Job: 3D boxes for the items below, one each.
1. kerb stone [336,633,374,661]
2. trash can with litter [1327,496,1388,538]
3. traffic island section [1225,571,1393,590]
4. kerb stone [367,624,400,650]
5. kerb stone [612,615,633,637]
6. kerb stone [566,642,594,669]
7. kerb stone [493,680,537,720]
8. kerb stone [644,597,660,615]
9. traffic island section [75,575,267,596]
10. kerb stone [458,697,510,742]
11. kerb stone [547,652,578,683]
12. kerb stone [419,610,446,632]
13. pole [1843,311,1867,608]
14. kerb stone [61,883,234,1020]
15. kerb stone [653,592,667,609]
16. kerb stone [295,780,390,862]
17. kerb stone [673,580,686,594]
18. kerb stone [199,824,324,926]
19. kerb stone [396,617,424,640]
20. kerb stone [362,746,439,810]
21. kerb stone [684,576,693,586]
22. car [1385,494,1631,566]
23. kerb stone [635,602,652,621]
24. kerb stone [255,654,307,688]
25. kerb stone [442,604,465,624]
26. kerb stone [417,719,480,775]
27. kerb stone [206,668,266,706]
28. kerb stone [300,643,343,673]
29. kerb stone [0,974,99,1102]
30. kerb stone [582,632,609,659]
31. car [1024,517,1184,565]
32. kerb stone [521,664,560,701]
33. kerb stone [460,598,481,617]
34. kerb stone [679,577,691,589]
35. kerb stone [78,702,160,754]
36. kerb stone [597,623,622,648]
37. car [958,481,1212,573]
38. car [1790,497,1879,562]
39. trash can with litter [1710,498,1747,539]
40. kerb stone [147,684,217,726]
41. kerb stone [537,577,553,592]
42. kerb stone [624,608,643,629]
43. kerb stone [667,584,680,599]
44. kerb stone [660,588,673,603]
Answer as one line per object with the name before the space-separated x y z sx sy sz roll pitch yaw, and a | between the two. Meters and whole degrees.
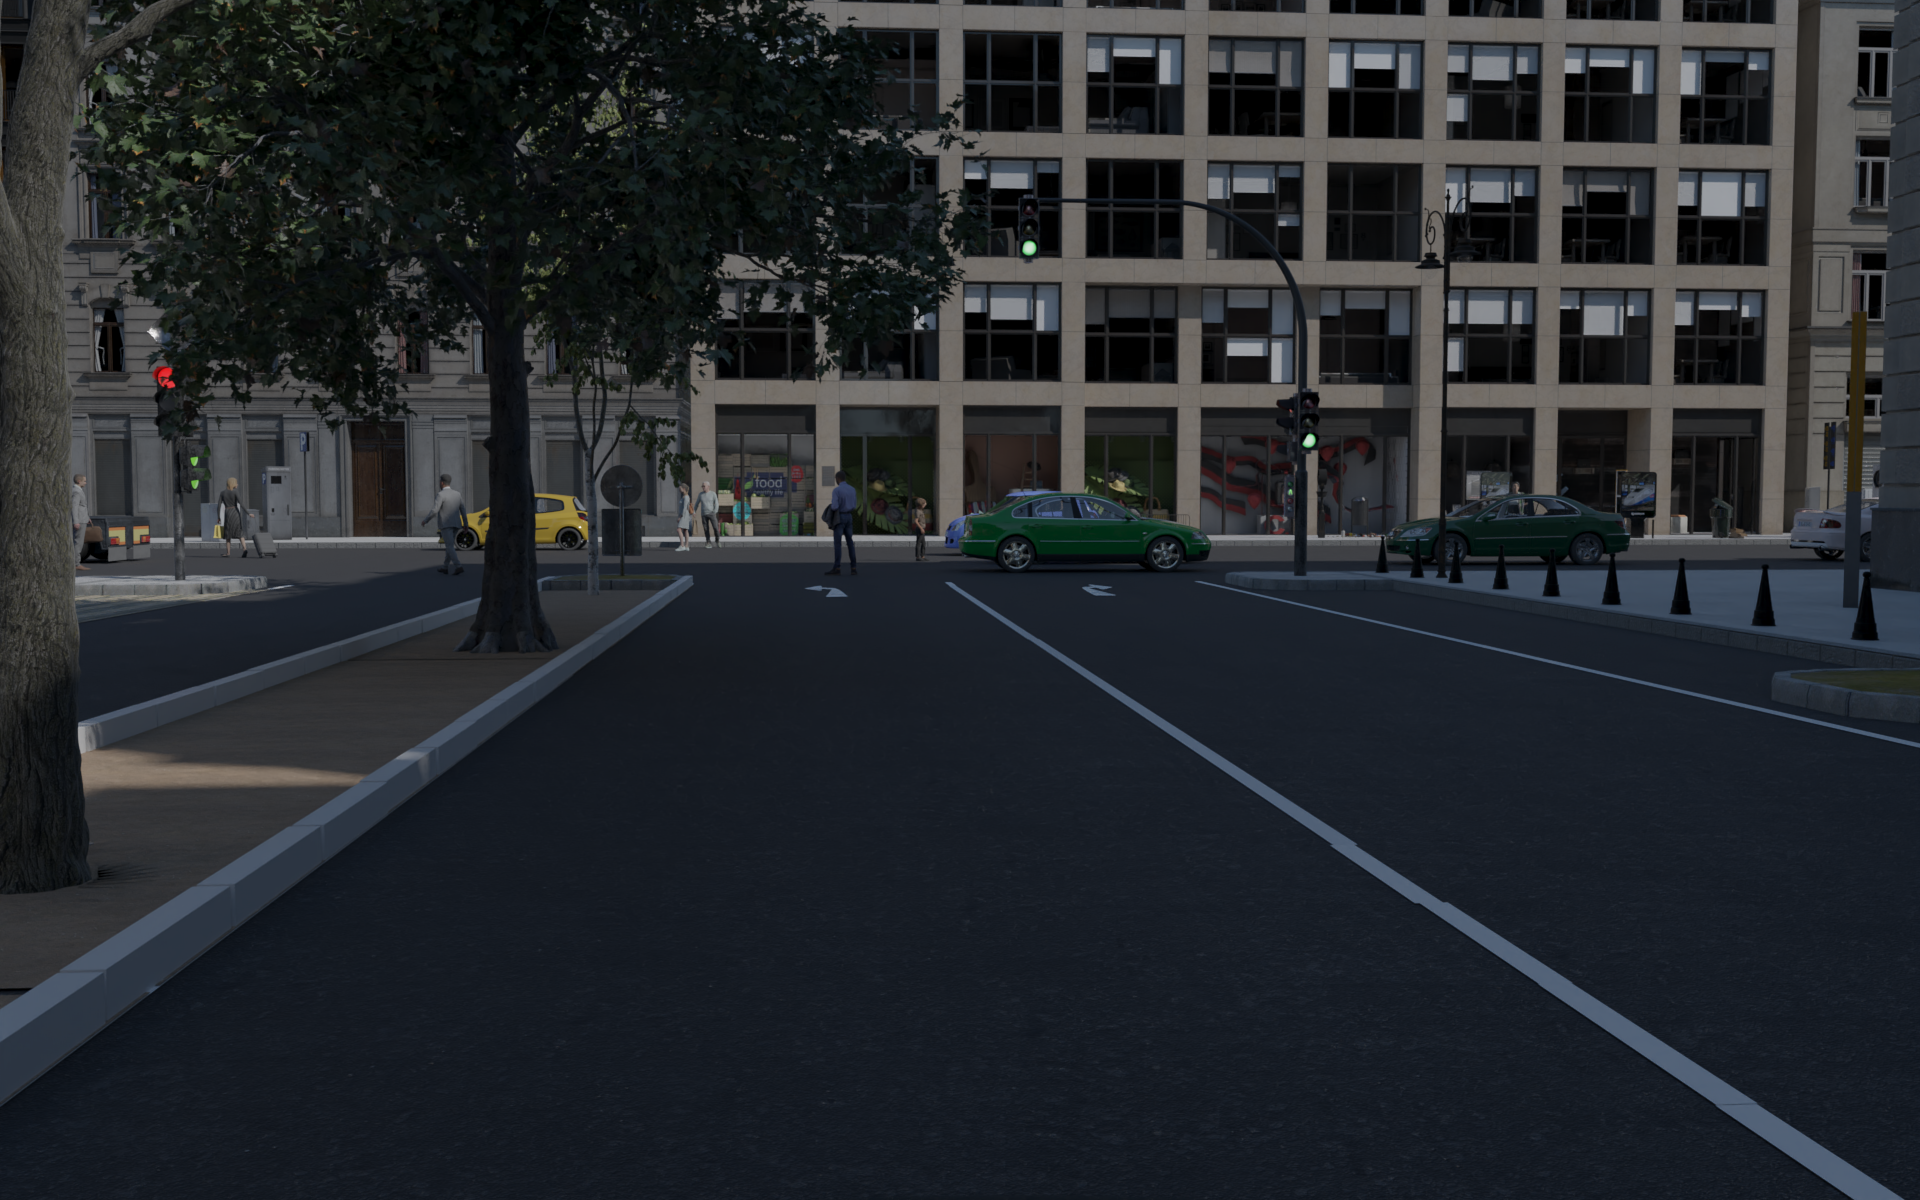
kerb stone | -5.353 0.428 15.195 0.120 0.150 1.000 0 4 -5
trash can with litter | 12.185 -2.466 51.369 2.233 1.210 1.678 3 4 36
traffic island section | 5.354 -0.301 27.207 2.009 0.180 2.903 0 4 -5
kerb stone | -5.445 0.366 16.215 0.120 0.150 1.000 0 4 -5
kerb stone | -3.437 0.289 17.485 0.120 0.150 1.000 0 4 -5
kerb stone | -3.188 0.485 14.399 0.120 0.150 1.000 0 4 -5
kerb stone | -2.929 0.666 11.328 0.120 0.150 1.000 0 4 -5
kerb stone | -3.698 0.100 20.567 0.120 0.150 1.000 0 4 -5
traffic island section | -11.628 -0.214 25.786 2.009 0.180 2.903 0 4 -5
kerb stone | -2.840 0.728 10.299 0.120 0.150 1.000 0 4 -5
kerb stone | -3.098 0.544 13.374 0.120 0.150 1.000 0 4 -5
kerb stone | -5.613 0.241 18.257 0.120 0.150 1.000 0 4 -5
pole | 10.069 -1.568 19.482 0.158 3.312 0.155 0 3 0
kerb stone | -2.406 1.041 5.170 0.120 0.150 1.000 0 4 -5
kerb stone | -3.785 0.040 21.588 0.120 0.150 1.000 0 4 -5
kerb stone | -2.570 0.917 7.220 0.120 0.150 1.000 0 4 -5
kerb stone | -4.044 -0.148 24.665 0.120 0.150 1.000 0 4 -5
kerb stone | -2.487 0.979 6.191 0.120 0.150 1.000 0 4 -5
kerb stone | -5.532 0.303 17.236 0.120 0.150 1.000 0 4 -5
kerb stone | -2.666 0.853 8.247 0.120 0.150 1.000 0 4 -5
kerb stone | -4.218 -0.276 26.710 0.120 0.150 1.000 0 4 -5
car | 11.202 -1.455 35.594 4.920 1.459 2.131 0 4 -4
kerb stone | -3.614 0.162 19.543 0.120 0.150 1.000 0 4 -5
kerb stone | -5.184 0.554 13.143 0.120 0.150 1.000 0 4 -5
kerb stone | -5.705 0.181 19.278 0.120 0.150 1.000 0 4 -5
kerb stone | -2.746 0.790 9.277 0.120 0.150 1.000 0 4 -5
kerb stone | -5.092 0.621 12.116 0.120 0.150 1.000 0 4 -5
kerb stone | -5.272 0.491 14.169 0.120 0.150 1.000 0 4 -5
kerb stone | -2.314 1.104 4.148 0.120 0.150 1.000 0 4 -5
kerb stone | -3.267 0.421 15.422 0.120 0.150 1.000 0 4 -5
car | 2.741 -1.477 36.148 4.499 1.417 2.014 0 4 -6
kerb stone | -3.006 0.602 12.349 0.120 0.150 1.000 0 4 -5
kerb stone | -5.795 0.116 20.302 0.120 0.150 1.000 0 4 -5
kerb stone | -4.129 -0.211 25.690 0.120 0.150 1.000 0 4 -5
kerb stone | -4.918 0.742 10.063 0.120 0.150 1.000 0 4 -5
kerb stone | -3.355 0.351 16.459 0.120 0.150 1.000 0 4 -5
car | 2.325 -1.439 32.324 4.718 1.807 1.959 0 4 -3
car | 20.546 -1.536 37.468 4.827 1.381 2.083 0 4 -3
trash can with litter | 22.274 -2.369 50.126 0.624 1.170 1.055 -2 4 -35
kerb stone | -5.007 0.682 11.084 0.120 0.150 1.000 0 4 -5
kerb stone | -6.301 -0.259 26.442 0.120 0.150 1.000 0 4 -5
kerb stone | -3.525 0.225 18.512 0.120 0.150 1.000 0 4 -5
kerb stone | -3.961 -0.084 23.643 0.120 0.150 1.000 0 4 -5
kerb stone | -3.880 -0.025 22.621 0.120 0.150 1.000 0 4 -5
